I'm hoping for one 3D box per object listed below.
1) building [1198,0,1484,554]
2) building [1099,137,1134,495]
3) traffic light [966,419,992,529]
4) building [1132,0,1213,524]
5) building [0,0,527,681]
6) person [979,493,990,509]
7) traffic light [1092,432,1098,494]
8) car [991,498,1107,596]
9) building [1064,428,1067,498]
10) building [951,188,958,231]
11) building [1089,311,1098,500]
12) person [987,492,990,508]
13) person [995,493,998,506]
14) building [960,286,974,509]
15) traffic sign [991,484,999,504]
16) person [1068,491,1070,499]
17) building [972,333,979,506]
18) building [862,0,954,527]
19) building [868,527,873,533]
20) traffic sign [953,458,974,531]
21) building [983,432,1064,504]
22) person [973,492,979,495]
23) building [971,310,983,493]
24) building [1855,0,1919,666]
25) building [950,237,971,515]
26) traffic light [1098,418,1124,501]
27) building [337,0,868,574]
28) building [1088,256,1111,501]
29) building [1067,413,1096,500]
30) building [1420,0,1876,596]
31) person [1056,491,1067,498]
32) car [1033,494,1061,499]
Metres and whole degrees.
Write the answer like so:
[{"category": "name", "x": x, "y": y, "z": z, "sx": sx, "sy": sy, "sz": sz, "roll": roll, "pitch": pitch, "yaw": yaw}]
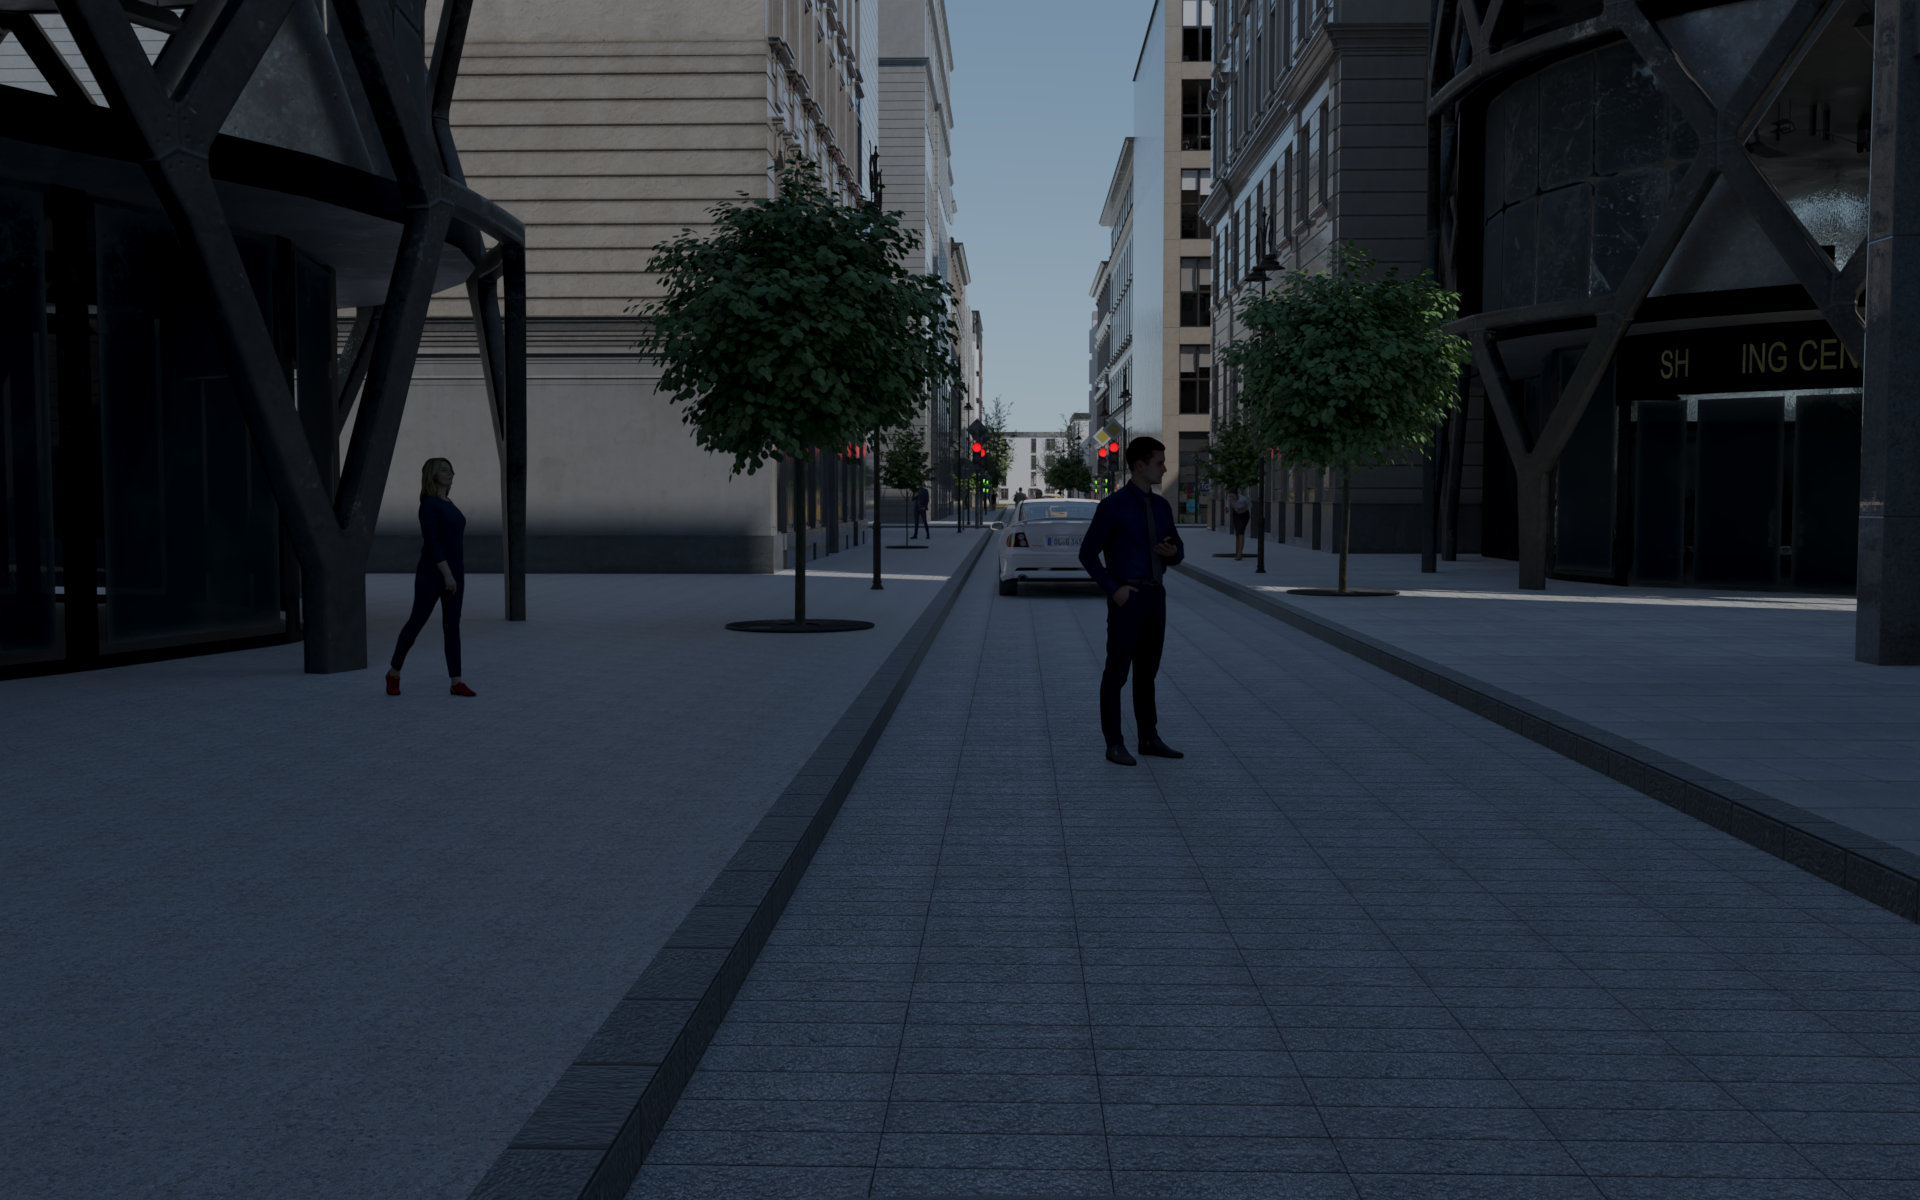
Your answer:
[{"category": "building", "x": 14.013, "y": -15.353, "z": 48.280, "sx": 12.463, "sy": 27.353, "sz": 25.104, "roll": 0, "pitch": 4, "yaw": 2}, {"category": "building", "x": 17.539, "y": -16.901, "z": 109.622, "sx": 16.112, "sy": 22.955, "sz": 30.059, "roll": 0, "pitch": 4, "yaw": 2}, {"category": "traffic light", "x": 0.644, "y": -4.550, "z": 63.643, "sx": 0.839, "sy": 4.213, "sz": 0.868, "roll": 0, "pitch": 4, "yaw": 2}, {"category": "building", "x": 25.931, "y": -17.000, "z": 82.462, "sx": 34.151, "sy": 26.468, "sz": 19.350, "roll": 0, "pitch": 4, "yaw": 2}, {"category": "building", "x": -12.437, "y": -8.921, "z": 13.304, "sx": 16.820, "sy": 18.784, "sz": 16.811, "roll": 0, "pitch": 4, "yaw": 2}, {"category": "person", "x": 1.978, "y": -8.742, "z": 148.962, "sx": 1.348, "sy": 1.826, "sz": 0.705, "roll": 1, "pitch": 4, "yaw": 8}, {"category": "traffic light", "x": 5.857, "y": -5.030, "z": 71.483, "sx": 0.839, "sy": 4.213, "sz": 0.868, "roll": 0, "pitch": 4, "yaw": 2}, {"category": "car", "x": 1.496, "y": -0.821, "z": 25.781, "sx": 2.083, "sy": 1.381, "sz": 4.827, "roll": 0, "pitch": 4, "yaw": 1}, {"category": "building", "x": 17.669, "y": -16.199, "z": 207.005, "sx": 9.099, "sy": 9.664, "sz": 28.070, "roll": 0, "pitch": 4, "yaw": 2}, {"category": "building", "x": -7.164, "y": -21.224, "z": 132.918, "sx": 13.634, "sy": 28.700, "sz": 20.117, "roll": 0, "pitch": 4, "yaw": 2}, {"category": "building", "x": 19.853, "y": -18.429, "z": 157.727, "sx": 16.016, "sy": 20.091, "sz": 11.380, "roll": 0, "pitch": 4, "yaw": 2}, {"category": "person", "x": 2.734, "y": -9.601, "z": 163.841, "sx": 0.721, "sy": 1.723, "sz": 1.217, "roll": 1, "pitch": 4, "yaw": 15}, {"category": "person", "x": 3.753, "y": -11.008, "z": 186.544, "sx": 0.721, "sy": 1.766, "sz": 1.217, "roll": -2, "pitch": 4, "yaw": -30}, {"category": "building", "x": -7.430, "y": -18.141, "z": 163.055, "sx": 16.747, "sy": 18.905, "sz": 31.486, "roll": 0, "pitch": 4, "yaw": 2}, {"category": "traffic sign", "x": 2.916, "y": -8.961, "z": 146.615, "sx": 0.768, "sy": 2.556, "sz": 0.104, "roll": 1, "pitch": 4, "yaw": 11}, {"category": "person", "x": 10.571, "y": -9.855, "z": 167.977, "sx": 0.445, "sy": 1.727, "sz": 0.742, "roll": -2, "pitch": 4, "yaw": -28}, {"category": "building", "x": -5.994, "y": -20.060, "z": 184.399, "sx": 16.016, "sy": 20.091, "sz": 11.380, "roll": 0, "pitch": 4, "yaw": 2}, {"category": "building", "x": -6.385, "y": -19.033, "z": 88.676, "sx": 11.434, "sy": 29.767, "sz": 29.804, "roll": 0, "pitch": 4, "yaw": 2}, {"category": "building", "x": -17.752, "y": -17.022, "z": 55.796, "sx": 29.804, "sy": 29.767, "sz": 11.434, "roll": 0, "pitch": 4, "yaw": 2}, {"category": "traffic sign", "x": 0.116, "y": -3.712, "z": 60.793, "sx": 0.768, "sy": 2.556, "sz": 0.104, "roll": 1, "pitch": 4, "yaw": 11}, {"category": "building", "x": 15.028, "y": -18.063, "z": 237.480, "sx": 28.070, "sy": 9.664, "sz": 9.099, "roll": 0, "pitch": 4, "yaw": 2}, {"category": "person", "x": 1.572, "y": -9.938, "z": 168.405, "sx": 0.599, "sy": 1.838, "sz": 0.709, "roll": -2, "pitch": 4, "yaw": -31}, {"category": "building", "x": -13.744, "y": -22.205, "z": 207.028, "sx": 32.646, "sy": 21.610, "sz": 27.936, "roll": 0, "pitch": 4, "yaw": 2}, {"category": "building", "x": 12.568, "y": -11.280, "z": 2.459, "sx": 12.078, "sy": 24.808, "sz": 19.932, "roll": 0, "pitch": 4, "yaw": 2}, {"category": "building", "x": -4.799, "y": -15.219, "z": 113.462, "sx": 10.561, "sy": 19.102, "sz": 19.286, "roll": 0, "pitch": 4, "yaw": 2}, {"category": "traffic light", "x": 5.604, "y": -4.542, "z": 63.502, "sx": 0.839, "sy": 4.213, "sz": 0.868, "roll": 0, "pitch": 4, "yaw": 2}, {"category": "building", "x": -7.381, "y": -11.439, "z": 36.178, "sx": 9.793, "sy": 20.994, "sz": 18.267, "roll": 0, "pitch": 4, "yaw": 2}, {"category": "building", "x": 16.291, "y": -18.334, "z": 135.910, "sx": 11.583, "sy": 22.565, "sz": 21.152, "roll": 0, "pitch": 4, "yaw": 2}, {"category": "building", "x": 16.288, "y": -14.470, "z": 178.725, "sx": 9.099, "sy": 9.664, "sz": 28.070, "roll": 0, "pitch": 4, "yaw": 2}, {"category": "building", "x": 15.593, "y": -9.727, "z": 26.481, "sx": 16.820, "sy": 18.784, "sz": 16.811, "roll": 0, "pitch": 4, "yaw": 2}, {"category": "person", "x": 9.531, "y": -9.735, "z": 165.226, "sx": 1.348, "sy": 1.822, "sz": 0.705, "roll": 1, "pitch": 4, "yaw": 18}, {"category": "car", "x": 3.864, "y": -4.075, "z": 76.843, "sx": 2.015, "sy": 1.641, "sz": 3.980, "roll": 0, "pitch": 4, "yaw": 2}]
